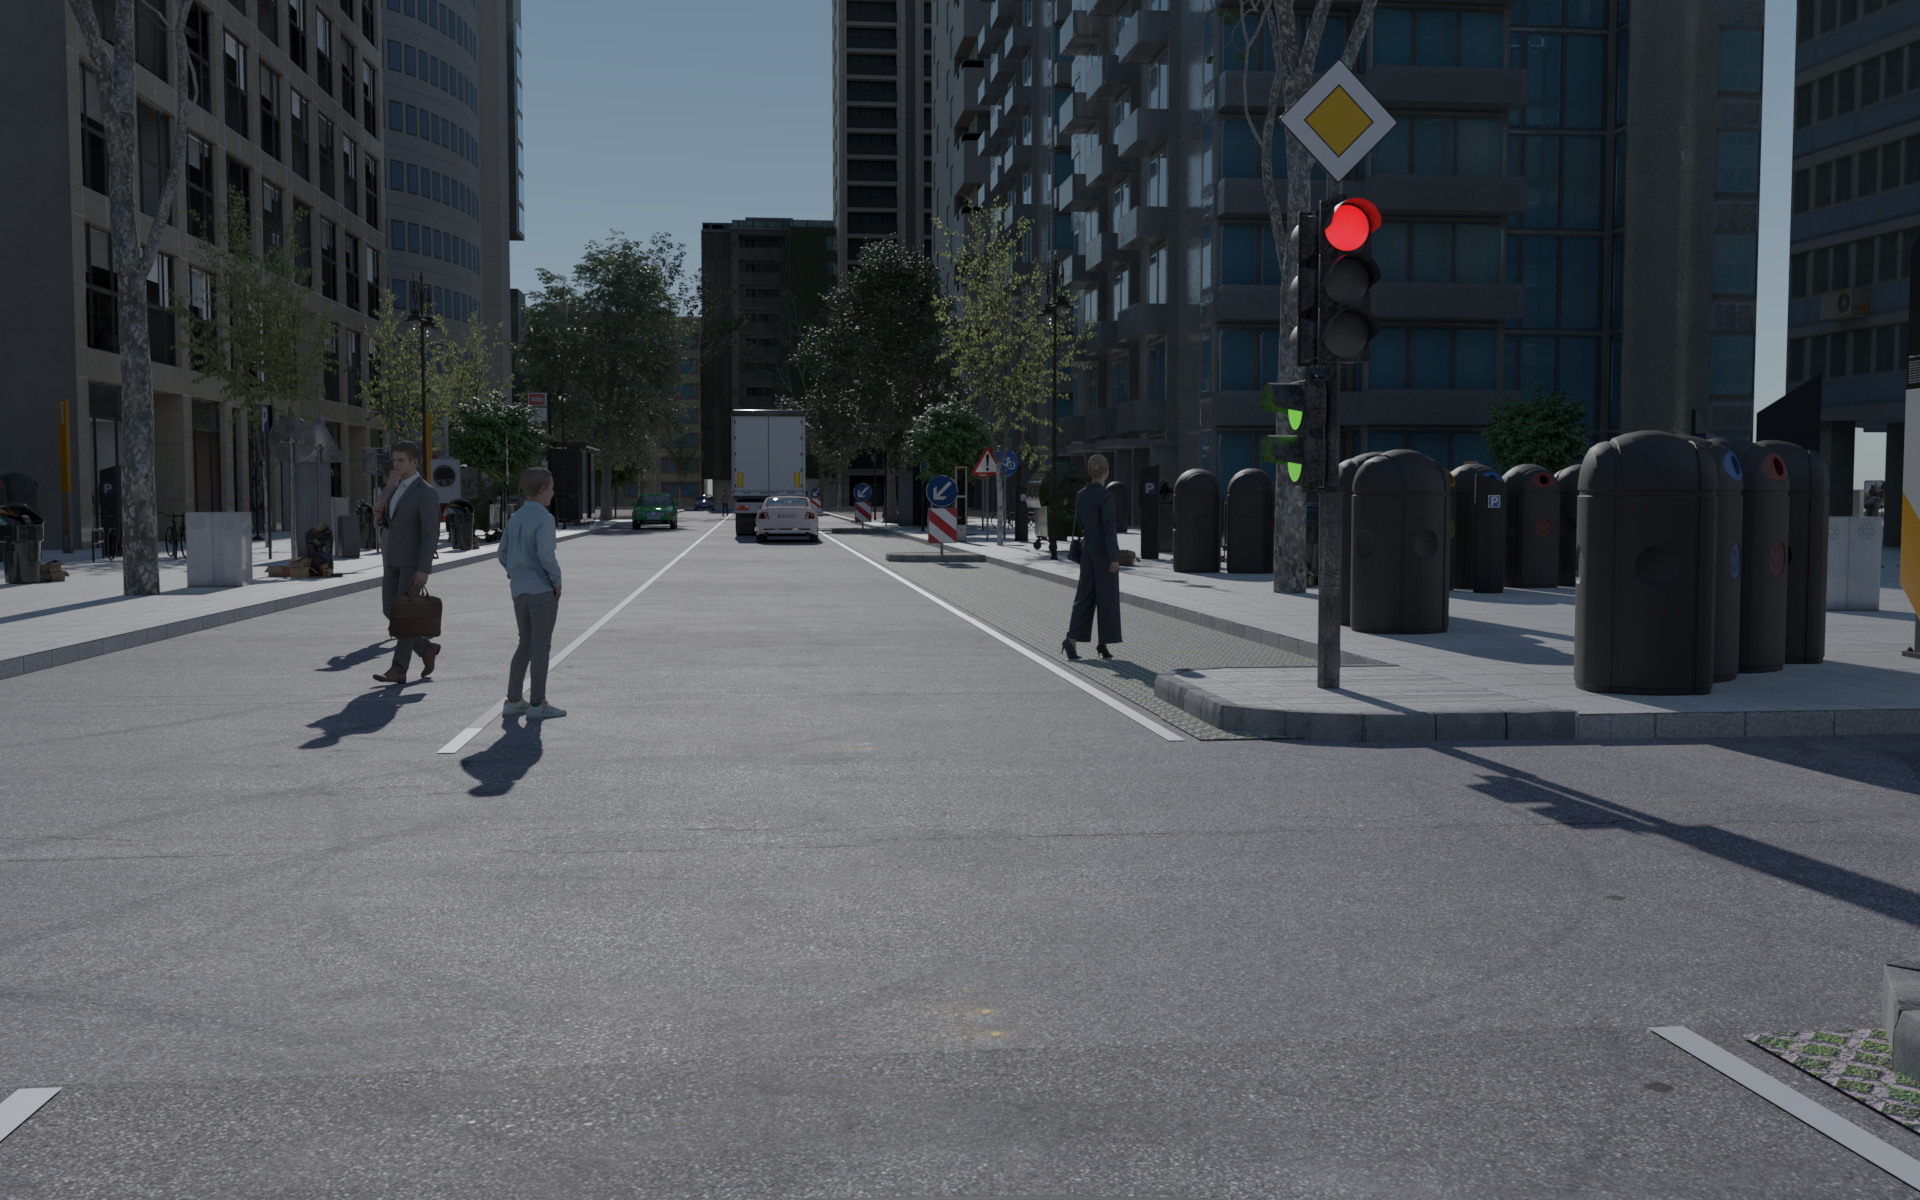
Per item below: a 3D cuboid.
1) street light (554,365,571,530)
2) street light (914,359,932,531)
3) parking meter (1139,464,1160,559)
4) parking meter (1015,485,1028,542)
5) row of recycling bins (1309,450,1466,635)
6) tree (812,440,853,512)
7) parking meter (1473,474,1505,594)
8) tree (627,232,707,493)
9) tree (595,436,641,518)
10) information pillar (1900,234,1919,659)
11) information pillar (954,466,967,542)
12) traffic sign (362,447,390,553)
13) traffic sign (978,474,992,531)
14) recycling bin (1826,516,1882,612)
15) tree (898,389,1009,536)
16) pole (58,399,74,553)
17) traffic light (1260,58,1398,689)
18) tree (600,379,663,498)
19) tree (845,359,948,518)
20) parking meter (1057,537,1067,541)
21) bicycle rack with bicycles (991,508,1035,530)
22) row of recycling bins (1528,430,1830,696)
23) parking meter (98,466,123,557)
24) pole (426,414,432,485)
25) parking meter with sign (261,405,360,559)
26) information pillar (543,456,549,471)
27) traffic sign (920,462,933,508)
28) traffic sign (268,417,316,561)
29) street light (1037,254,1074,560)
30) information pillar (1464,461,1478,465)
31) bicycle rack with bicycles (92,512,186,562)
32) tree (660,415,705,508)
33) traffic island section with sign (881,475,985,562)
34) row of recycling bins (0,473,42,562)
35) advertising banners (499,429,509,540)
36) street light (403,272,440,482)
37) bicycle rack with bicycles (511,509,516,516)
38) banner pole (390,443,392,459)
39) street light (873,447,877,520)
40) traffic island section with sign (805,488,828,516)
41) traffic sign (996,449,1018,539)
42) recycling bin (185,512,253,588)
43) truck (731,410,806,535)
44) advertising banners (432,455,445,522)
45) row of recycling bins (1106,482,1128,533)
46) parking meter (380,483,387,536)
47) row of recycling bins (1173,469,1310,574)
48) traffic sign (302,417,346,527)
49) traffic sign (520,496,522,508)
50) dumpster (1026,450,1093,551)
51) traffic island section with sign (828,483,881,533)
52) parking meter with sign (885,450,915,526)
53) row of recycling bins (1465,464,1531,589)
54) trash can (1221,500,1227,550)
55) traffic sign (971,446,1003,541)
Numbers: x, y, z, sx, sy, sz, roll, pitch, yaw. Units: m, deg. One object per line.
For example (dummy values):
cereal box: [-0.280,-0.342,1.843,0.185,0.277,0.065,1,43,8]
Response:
street light: [-14.285,-5.479,62.372,0.468,5.910,1.993,0,4,-7]
street light: [-1.275,-5.295,59.355,0.468,5.910,1.993,0,4,-7]
parking meter: [3.734,-1.742,34.190,0.399,1.863,0.255,1,4,9]
parking meter: [1.664,-2.352,46.862,0.372,1.533,0.369,0,3,0]
row of recycling bins: [4.225,-0.633,17.468,1.069,1.692,3.534,0,4,7]
tree: [-11.324,-12.168,149.315,4.737,8.622,4.395,0,3,0]
parking meter: [6.862,-0.859,22.462,0.372,1.533,0.369,0,3,0]
tree: [-20.540,-16.349,123.195,12.611,20.169,13.585,0,3,0]
tree: [-19.016,-6.821,95.229,4.285,4.588,4.351,0,3,0]
information pillar: [7.548,-1.355,13.517,0.183,3.616,0.504,0,4,1]
information pillar: [0.017,-2.553,46.234,0.304,2.012,0.304,0,4,-6]
traffic sign: [-12.766,-2.189,37.917,0.606,2.300,0.079,0,4,-4]
traffic sign: [0.792,-3.660,59.942,0.768,2.556,0.104,0,4,-3]
recycling bin: [9.737,-0.411,19.272,0.722,1.027,0.722,0,4,6]
tree: [-0.284,-4.288,53.818,4.285,4.588,4.351,0,3,0]
pole: [-19.282,-2.661,37.350,0.158,3.312,0.155,0,3,0]
traffic light: [2.422,-1.372,11.358,0.839,4.253,0.868,0,4,-7]
tree: [-20.328,-9.673,108.515,4.360,8.622,3.978,0,3,0]
tree: [-3.735,-9.661,92.372,7.601,10.594,8.767,1,4,21]
parking meter: [2.770,-2.397,47.595,0.372,1.533,0.369,0,3,0]
bicycle rack with bicycles: [2.570,-3.039,63.077,2.925,0.926,2.852,0,4,7]
row of recycling bins: [5.317,-0.322,12.376,1.069,1.692,3.534,3,5,41]
parking meter: [-17.413,-1.824,35.531,0.399,1.863,0.255,0,4,3]
pole: [-13.637,-3.093,44.411,0.158,3.312,0.155,0,3,0]
parking meter with sign: [-12.896,-2.336,34.462,1.738,3.016,0.543,-2,4,-35]
information pillar: [-18.717,-5.345,78.745,0.504,3.616,0.183,1,4,18]
traffic sign: [-0.929,-3.482,57.040,0.768,2.556,0.104,0,4,-4]
traffic sign: [-11.007,-1.740,28.550,0.768,2.556,0.104,0,4,-4]
street light: [1.835,-3.718,33.581,0.468,5.910,1.993,0,4,-7]
information pillar: [11.501,-2.114,39.057,0.304,2.012,0.304,1,4,15]
bicycle rack with bicycles: [-15.788,-1.262,34.020,2.852,0.926,2.925,-1,4,-20]
tree: [-25.792,-12.850,160.462,4.737,8.622,4.395,0,3,0]
traffic island section with sign: [-0.568,-1.738,37.043,1.989,1.847,2.006,0,4,-7]
row of recycling bins: [-18.479,-1.531,32.141,1.069,1.692,3.534,0,4,7]
advertising banners: [-12.056,-3.038,45.861,0.090,3.025,2.074,-1,4,-9]
street light: [-11.191,-3.875,36.148,0.468,5.910,1.993,0,4,-7]
bicycle rack with bicycles: [-20.693,-3.805,75.600,2.852,0.926,2.925,-3,5,-44]
banner pole: [-27.015,-5.637,82.188,0.401,3.779,0.863,-1,4,-23]
street light: [-4.192,-6.883,85.323,0.468,5.910,1.993,0,4,-7]
traffic island section with sign: [-9.525,-6.376,112.869,1.989,1.847,2.006,0,4,-7]
traffic sign: [1.272,-3.014,49.392,0.768,2.556,0.104,0,4,-5]
recycling bin: [-10.317,-0.708,24.135,0.722,1.027,0.722,-1,4,-10]
truck: [-6.985,-4.553,63.350,2.839,4.237,11.283,0,4,-6]
advertising banners: [-23.407,-5.042,78.617,0.090,3.025,2.074,1,4,21]
row of recycling bins: [4.288,-3.164,58.838,1.069,1.692,3.534,-3,5,-42]
parking meter: [-12.817,-1.866,38.923,0.372,1.533,0.369,0,3,0]
row of recycling bins: [5.205,-1.282,28.072,3.534,1.692,1.069,1,4,16]
traffic sign: [-10.756,-1.779,29.091,0.884,2.594,0.081,0,4,-1]
traffic sign: [-15.351,-3.703,60.545,0.884,2.594,0.081,0,4,0]
dumpster: [2.369,-2.235,39.036,1.502,2.255,1.985,0,4,-7]
traffic island section with sign: [-3.730,-3.375,63.813,1.989,1.847,2.006,0,4,-7]
parking meter with sign: [-2.128,-4.454,69.085,1.738,3.016,0.543,0,4,-1]
row of recycling bins: [7.412,-1.018,23.752,3.534,1.692,1.069,-1,4,-22]
trash can: [6.218,-1.703,39.492,0.748,1.137,0.748,0,3,0]
traffic sign: [0.747,-2.882,47.124,0.884,2.594,0.081,0,4,-2]
